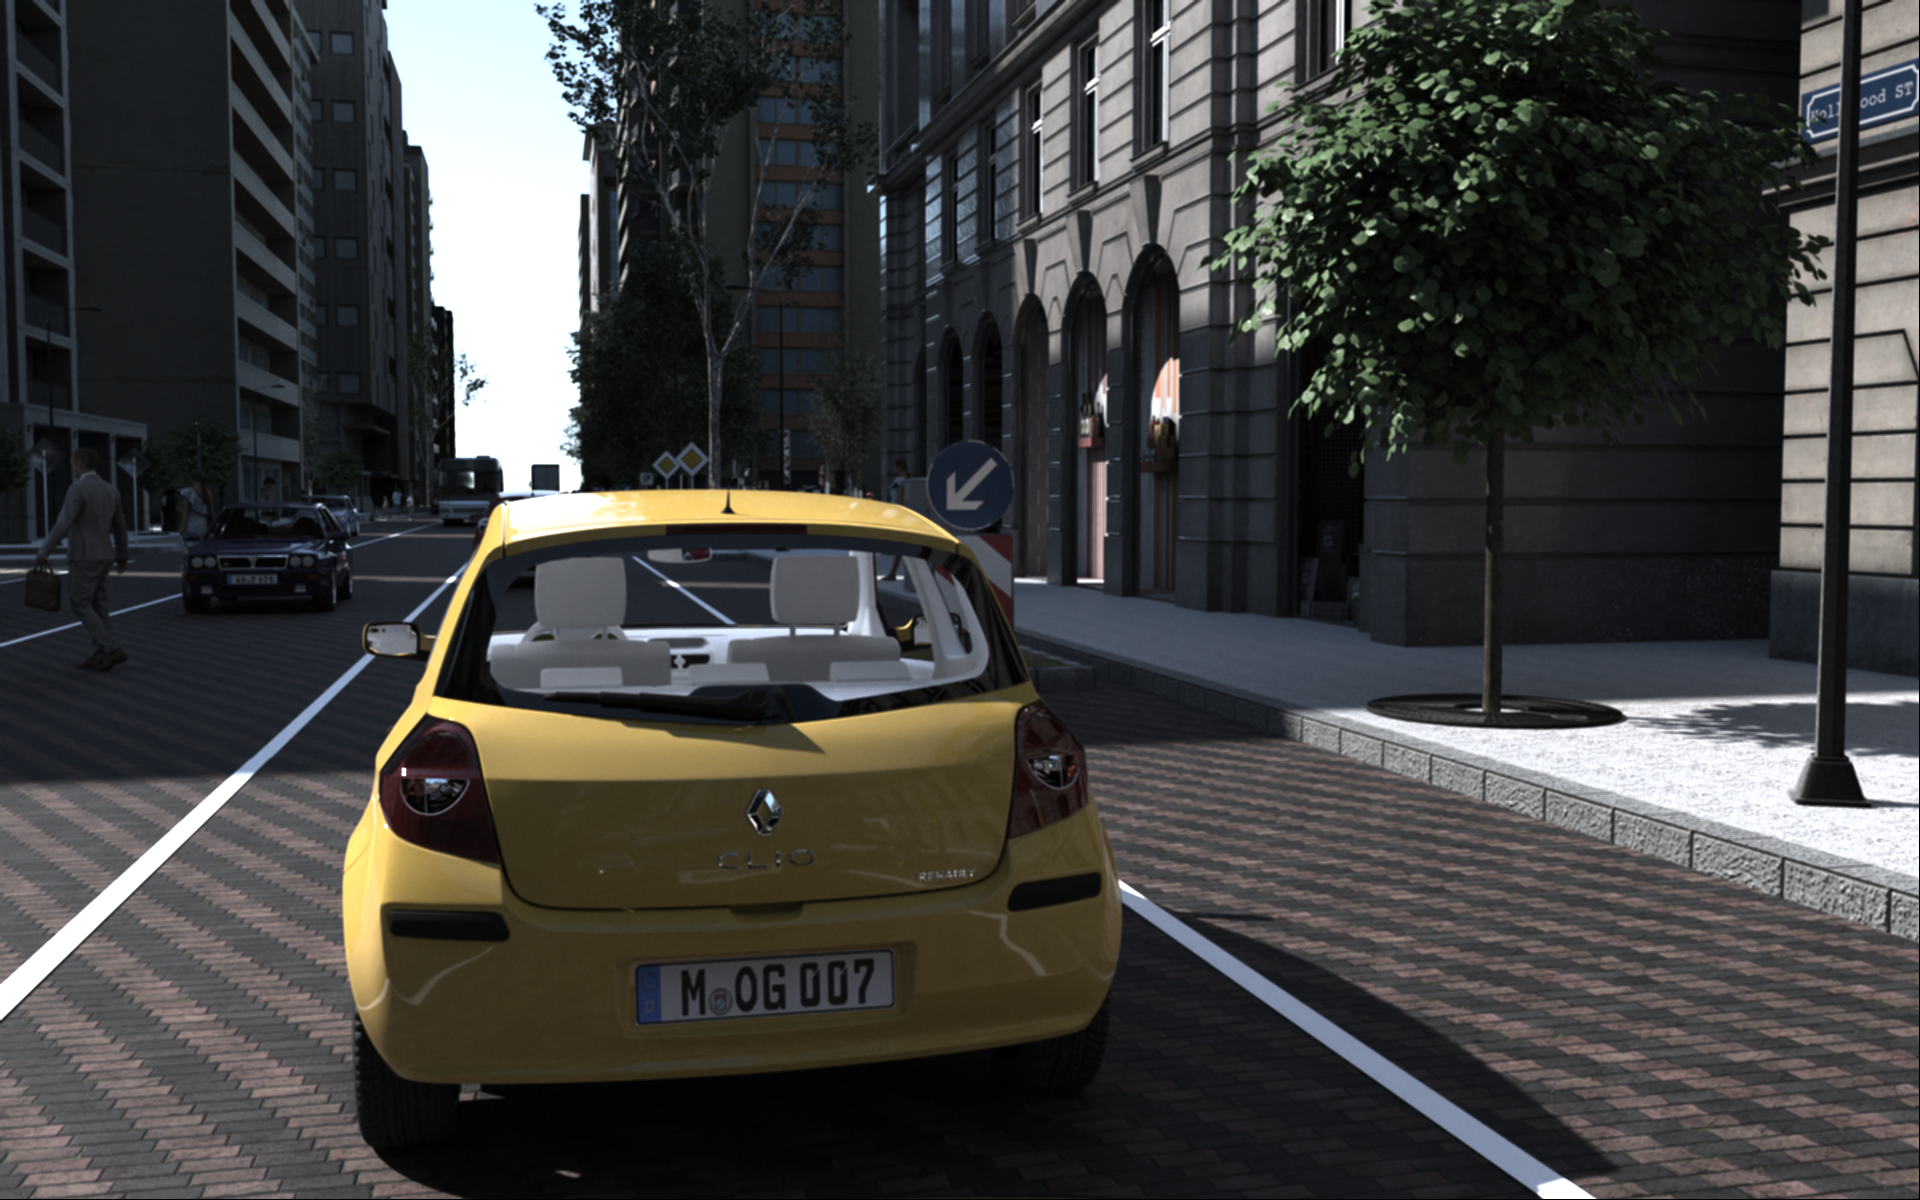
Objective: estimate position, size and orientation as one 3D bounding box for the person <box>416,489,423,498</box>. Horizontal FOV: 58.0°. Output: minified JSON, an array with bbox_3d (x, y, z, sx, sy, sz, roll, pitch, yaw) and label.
[{"bbox_3d":[-58.330,-11.008,186.107,1.350,1.814,0.705,0,4,-4],"label":"person"}]

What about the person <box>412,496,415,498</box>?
[{"bbox_3d":[-58.152,-10.887,184.487,0.683,1.767,0.568,3,4,39],"label":"person"}]

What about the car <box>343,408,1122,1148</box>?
[{"bbox_3d":[-0.842,0.297,5.363,2.015,1.641,3.980,-1,4,-13],"label":"car"}]

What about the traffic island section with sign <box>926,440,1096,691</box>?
[{"bbox_3d":[-0.200,-0.292,13.408,1.989,1.847,2.006,-1,4,-14],"label":"traffic island section with sign"}]

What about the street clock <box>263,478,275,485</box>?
[{"bbox_3d":[-30.208,-4.355,75.782,0.471,2.002,0.358,-1,4,-19],"label":"street clock"}]

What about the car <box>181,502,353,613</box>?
[{"bbox_3d":[-8.838,-0.592,22.266,1.945,1.354,3.894,-1,4,-15],"label":"car"}]

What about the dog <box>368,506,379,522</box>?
[{"bbox_3d":[-30.405,-4.444,89.502,0.800,0.831,0.513,-2,4,-26],"label":"dog"}]

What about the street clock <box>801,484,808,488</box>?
[{"bbox_3d":[-10.997,-7.236,122.874,0.471,2.002,0.358,3,4,36],"label":"street clock"}]

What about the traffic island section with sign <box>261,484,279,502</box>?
[{"bbox_3d":[-25.730,-3.423,64.599,1.989,1.847,2.006,-1,4,-14],"label":"traffic island section with sign"}]

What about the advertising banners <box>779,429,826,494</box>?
[{"bbox_3d":[-4.339,-3.128,47.324,0.090,3.025,2.074,2,4,30],"label":"advertising banners"}]

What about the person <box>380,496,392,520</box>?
[{"bbox_3d":[-32.067,-5.138,96.781,0.640,1.303,0.475,-3,5,-40],"label":"person"}]

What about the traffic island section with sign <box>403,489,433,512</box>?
[{"bbox_3d":[-43.958,-8.042,140.120,1.989,1.847,2.006,-1,4,-14],"label":"traffic island section with sign"}]

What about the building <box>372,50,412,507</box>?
[{"bbox_3d":[-62.429,-31.849,170.834,14.600,45.320,14.200,-1,4,-14],"label":"building"}]

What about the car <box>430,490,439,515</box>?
[{"bbox_3d":[-36.393,-6.993,123.006,2.281,1.827,5.304,-1,4,-12],"label":"car"}]

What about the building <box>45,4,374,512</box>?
[{"bbox_3d":[-59.709,-26.378,123.162,32.217,40.220,23.993,-1,4,-14],"label":"building"}]

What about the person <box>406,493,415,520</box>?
[{"bbox_3d":[-29.923,-5.097,94.434,0.523,1.515,0.503,-2,4,-24],"label":"person"}]

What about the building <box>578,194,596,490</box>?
[{"bbox_3d":[-47.426,-39.306,266.353,21.300,48.544,21.600,-1,4,-14],"label":"building"}]

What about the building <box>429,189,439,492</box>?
[{"bbox_3d":[-83.569,-37.734,236.565,23.786,49.044,30.456,-1,4,-14],"label":"building"}]

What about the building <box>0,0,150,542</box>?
[{"bbox_3d":[-37.338,-37.534,51.936,20.563,71.187,20.611,-1,4,-14],"label":"building"}]

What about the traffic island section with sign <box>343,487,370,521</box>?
[{"bbox_3d":[-32.194,-5.062,91.399,1.989,1.847,2.006,-1,4,-14],"label":"traffic island section with sign"}]

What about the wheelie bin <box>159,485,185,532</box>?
[{"bbox_3d":[-26.576,-3.103,58.650,0.693,1.594,0.980,1,4,14],"label":"wheelie bin"}]

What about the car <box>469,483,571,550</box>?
[{"bbox_3d":[-6.909,-1.173,28.213,2.155,1.783,4.494,-1,4,-12],"label":"car"}]

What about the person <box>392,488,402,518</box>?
[{"bbox_3d":[-33.691,-5.802,103.624,0.793,1.790,0.793,1,4,11],"label":"person"}]

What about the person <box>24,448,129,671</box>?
[{"bbox_3d":[-7.151,-0.340,14.180,0.853,1.813,0.709,1,4,10],"label":"person"}]

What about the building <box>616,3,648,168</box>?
[{"bbox_3d":[-21.053,-33.043,163.961,21.300,48.544,21.600,-1,4,-14],"label":"building"}]

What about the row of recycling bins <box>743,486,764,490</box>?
[{"bbox_3d":[-11.728,-5.244,92.856,1.069,1.692,3.534,2,4,33],"label":"row of recycling bins"}]

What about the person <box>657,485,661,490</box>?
[{"bbox_3d":[-17.470,-5.674,99.030,1.509,1.804,0.699,3,5,39],"label":"person"}]

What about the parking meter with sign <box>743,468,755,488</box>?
[{"bbox_3d":[-13.682,-7.321,115.952,1.738,3.016,0.543,3,4,36],"label":"parking meter with sign"}]

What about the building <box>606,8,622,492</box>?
[{"bbox_3d":[-27.160,-45.579,183.470,20.563,71.187,20.611,-1,4,-14],"label":"building"}]

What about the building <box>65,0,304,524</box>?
[{"bbox_3d":[-43.896,-27.965,80.933,21.300,48.544,21.600,-1,4,-14],"label":"building"}]

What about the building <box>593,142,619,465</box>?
[{"bbox_3d":[-39.393,-34.958,221.667,14.600,45.320,14.200,-1,4,-14],"label":"building"}]

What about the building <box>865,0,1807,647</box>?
[{"bbox_3d":[6.724,-11.289,26.382,13.314,21.916,24.055,-1,4,-14],"label":"building"}]

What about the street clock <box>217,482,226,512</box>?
[{"bbox_3d":[-30.839,-4.145,72.348,0.358,2.002,0.471,-3,4,-38],"label":"street clock"}]

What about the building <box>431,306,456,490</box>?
[{"bbox_3d":[-83.485,-29.885,260.314,14.160,30.474,14.107,-1,4,-14],"label":"building"}]

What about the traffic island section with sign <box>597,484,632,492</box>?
[{"bbox_3d":[-13.256,-3.607,67.595,1.989,1.847,2.006,-1,4,-14],"label":"traffic island section with sign"}]

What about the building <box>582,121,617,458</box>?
[{"bbox_3d":[-37.819,-40.006,243.332,28.713,52.752,27.495,-1,4,-14],"label":"building"}]

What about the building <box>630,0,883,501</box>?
[{"bbox_3d":[-14.841,-29.631,139.091,22.147,44.769,28.867,-1,4,-14],"label":"building"}]

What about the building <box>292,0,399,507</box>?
[{"bbox_3d":[-63.781,-34.229,148.879,28.713,52.752,27.495,-1,4,-14],"label":"building"}]

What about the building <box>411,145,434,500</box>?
[{"bbox_3d":[-73.445,-34.594,215.725,14.600,45.320,14.200,-1,4,-14],"label":"building"}]

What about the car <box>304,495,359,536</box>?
[{"bbox_3d":[-21.266,-2.822,58.150,2.014,1.417,4.499,-1,4,-13],"label":"car"}]

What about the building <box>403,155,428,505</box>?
[{"bbox_3d":[-70.007,-31.716,202.157,14.154,41.232,14.086,-1,4,-14],"label":"building"}]

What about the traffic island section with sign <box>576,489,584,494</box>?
[{"bbox_3d":[-19.770,-5.253,94.516,1.989,1.847,2.006,-1,4,-14],"label":"traffic island section with sign"}]

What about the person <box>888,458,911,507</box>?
[{"bbox_3d":[-0.821,-1.183,25.472,0.778,1.811,0.616,2,4,32],"label":"person"}]

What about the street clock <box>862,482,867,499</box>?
[{"bbox_3d":[-5.976,-6.314,107.809,0.358,2.002,0.471,0,4,-5],"label":"street clock"}]

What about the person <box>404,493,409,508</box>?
[{"bbox_3d":[-49.683,-8.941,155.463,0.421,1.427,0.697,-2,4,-27],"label":"person"}]

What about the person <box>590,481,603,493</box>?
[{"bbox_3d":[-11.207,-2.756,53.522,0.822,1.834,0.622,3,4,36],"label":"person"}]

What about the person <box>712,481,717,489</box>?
[{"bbox_3d":[-7.887,-2.972,55.642,0.512,1.701,0.522,-1,4,-23],"label":"person"}]

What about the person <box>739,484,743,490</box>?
[{"bbox_3d":[-11.469,-5.171,90.592,0.555,1.821,0.388,-2,4,-25],"label":"person"}]

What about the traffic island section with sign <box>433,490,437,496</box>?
[{"bbox_3d":[-50.342,-9.661,166.581,1.989,1.847,2.006,-1,4,-14],"label":"traffic island section with sign"}]

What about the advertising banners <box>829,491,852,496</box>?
[{"bbox_3d":[-6.598,-5.787,90.812,2.074,3.025,0.090,2,4,23],"label":"advertising banners"}]

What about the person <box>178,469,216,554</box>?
[{"bbox_3d":[-11.791,-1.117,26.852,0.616,1.811,0.778,-3,4,-37],"label":"person"}]
